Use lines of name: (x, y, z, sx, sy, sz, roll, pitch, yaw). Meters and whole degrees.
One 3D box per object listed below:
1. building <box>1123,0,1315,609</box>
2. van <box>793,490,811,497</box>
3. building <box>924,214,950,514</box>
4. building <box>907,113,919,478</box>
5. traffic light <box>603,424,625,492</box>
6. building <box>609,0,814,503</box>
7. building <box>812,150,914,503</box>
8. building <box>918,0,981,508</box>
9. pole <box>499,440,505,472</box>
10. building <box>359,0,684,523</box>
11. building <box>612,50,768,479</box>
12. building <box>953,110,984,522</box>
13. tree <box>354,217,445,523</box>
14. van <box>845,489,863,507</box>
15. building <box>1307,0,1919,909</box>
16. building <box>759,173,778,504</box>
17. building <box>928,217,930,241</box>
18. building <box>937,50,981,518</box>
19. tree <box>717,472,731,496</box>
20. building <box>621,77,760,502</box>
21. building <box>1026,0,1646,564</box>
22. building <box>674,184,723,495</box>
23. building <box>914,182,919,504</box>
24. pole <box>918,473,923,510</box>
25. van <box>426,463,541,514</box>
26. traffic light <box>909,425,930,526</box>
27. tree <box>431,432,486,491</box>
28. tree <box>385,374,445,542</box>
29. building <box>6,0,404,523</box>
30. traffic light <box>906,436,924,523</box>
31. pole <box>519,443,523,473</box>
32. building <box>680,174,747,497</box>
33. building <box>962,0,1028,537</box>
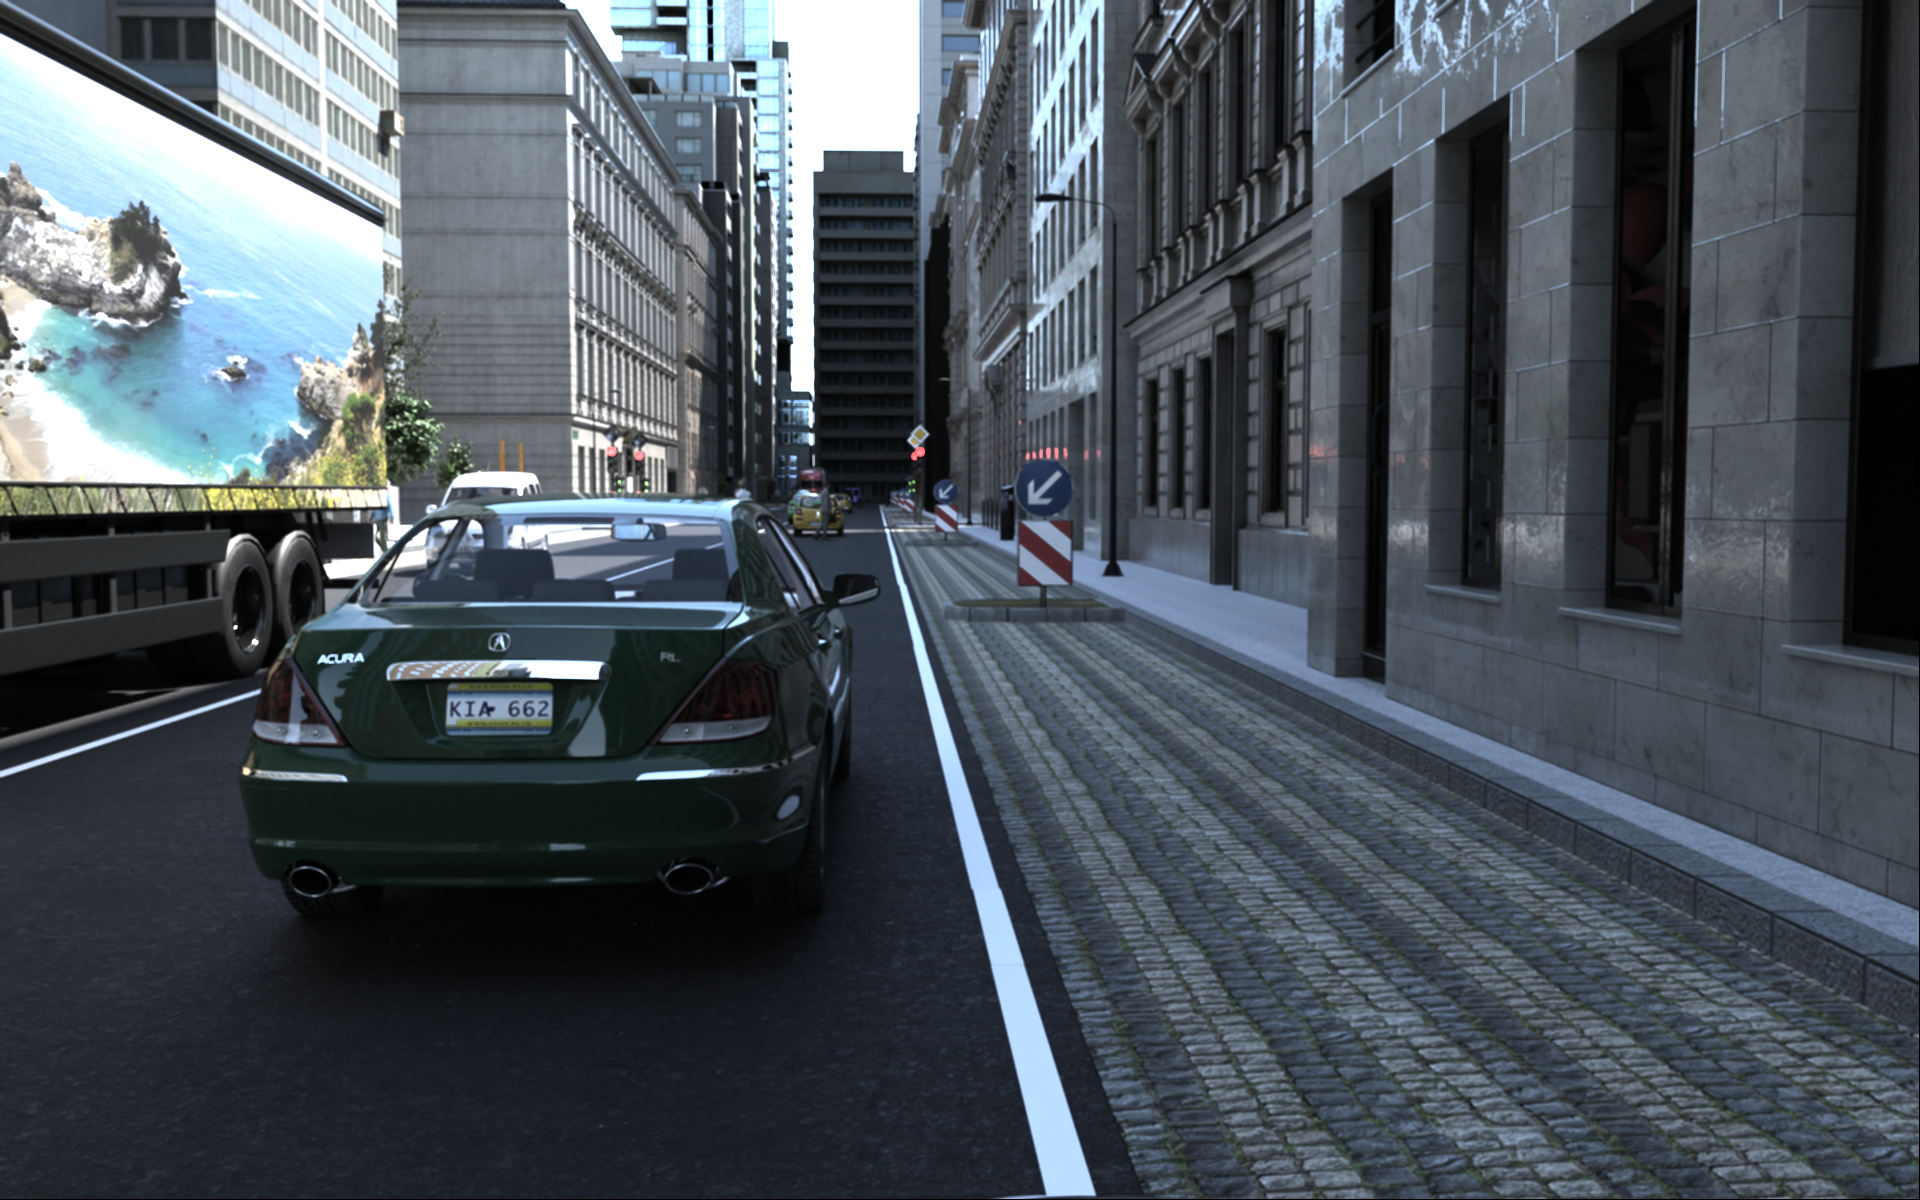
building: (8.343, -9.715, 23.460, 10.561, 19.102, 19.286, 0, 4, -3)
van: (-15.589, -10.134, 172.710, 2.013, 2.044, 4.112, 0, 4, -4)
building: (3.892, -17.829, 121.190, 12.332, 23.373, 15.834, 0, 4, -3)
building: (5.900, -35.462, 199.404, 23.786, 49.044, 30.456, 0, 4, -3)
traffic light: (-13.879, -4.920, 69.358, 0.839, 4.253, 0.868, 0, 4, -3)
building: (-36.572, -57.000, 244.613, 31.000, 86.520, 22.319, 0, 4, -3)
building: (-10.007, -38.105, 246.717, 21.600, 48.544, 21.300, 0, 4, -3)
building: (6.441, -38.395, 169.760, 21.231, 58.520, 28.212, 0, 4, -3)
pole: (-17.128, -4.344, 64.872, 0.158, 3.312, 0.155, 0, 3, 0)
building: (-26.243, -19.652, 97.728, 17.030, 29.872, 44.131, 0, 4, -3)
building: (-34.145, -35.157, 194.418, 23.786, 49.044, 30.456, 0, 4, -3)
building: (10.459, -15.181, 84.374, 21.152, 22.565, 11.583, 0, 4, -3)
tree: (-14.784, -5.624, 42.317, 4.360, 8.622, 3.978, 0, 3, 0)
van: (-12.017, -11.647, 194.808, 2.240, 2.365, 5.245, 0, 4, -2)
building: (8.173, -9.138, 4.164, 10.420, 20.320, 16.860, 0, 4, -3)
building: (-30.481, -32.884, 221.242, 14.086, 41.232, 14.154, 0, 4, -3)
building: (4.706, -21.623, 140.920, 14.401, 28.519, 23.554, 0, 4, -3)
building: (5.978, -19.209, 101.452, 14.401, 28.519, 23.554, 0, 4, -3)
tree: (-20.913, -9.530, 150.419, 1.663, 3.219, 1.824, 0, 3, 0)
building: (-27.952, -29.910, 172.631, 14.154, 41.232, 14.086, 0, 4, -3)
building: (7.506, -11.418, 41.443, 10.420, 20.320, 16.860, 0, 4, -3)
building: (-25.411, -20.531, 132.937, 12.463, 27.353, 25.104, 0, 4, -3)
building: (1.091, -32.935, 222.089, 14.154, 41.232, 14.086, 0, 4, -3)
pole: (-3.042, -8.835, 138.292, 0.158, 3.312, 0.155, 0, 3, 0)
van: (-8.713, -1.531, 32.048, 2.013, 2.044, 4.112, 0, 4, -5)
traffic light: (-1.633, -4.956, 69.958, 0.839, 4.253, 0.868, 0, 4, -3)
tree: (-15.588, -3.638, 54.091, 1.663, 3.219, 1.824, 0, 3, 0)
tree: (-15.710, -3.871, 47.008, 4.285, 4.588, 4.351, 0, 3, 0)
building: (-30.356, -22.007, 51.704, 23.993, 40.220, 32.217, 0, 4, -3)
traffic light: (-2.015, -5.444, 77.934, 0.839, 4.253, 0.868, 0, 4, -3)
pole: (-17.573, -4.622, 69.410, 0.158, 3.312, 0.155, 0, 3, 0)
building: (-27.289, -23.682, 158.904, 14.160, 30.474, 14.107, 0, 4, -3)
building: (6.063, -14.139, 60.058, 11.050, 23.489, 19.941, 0, 4, -3)
